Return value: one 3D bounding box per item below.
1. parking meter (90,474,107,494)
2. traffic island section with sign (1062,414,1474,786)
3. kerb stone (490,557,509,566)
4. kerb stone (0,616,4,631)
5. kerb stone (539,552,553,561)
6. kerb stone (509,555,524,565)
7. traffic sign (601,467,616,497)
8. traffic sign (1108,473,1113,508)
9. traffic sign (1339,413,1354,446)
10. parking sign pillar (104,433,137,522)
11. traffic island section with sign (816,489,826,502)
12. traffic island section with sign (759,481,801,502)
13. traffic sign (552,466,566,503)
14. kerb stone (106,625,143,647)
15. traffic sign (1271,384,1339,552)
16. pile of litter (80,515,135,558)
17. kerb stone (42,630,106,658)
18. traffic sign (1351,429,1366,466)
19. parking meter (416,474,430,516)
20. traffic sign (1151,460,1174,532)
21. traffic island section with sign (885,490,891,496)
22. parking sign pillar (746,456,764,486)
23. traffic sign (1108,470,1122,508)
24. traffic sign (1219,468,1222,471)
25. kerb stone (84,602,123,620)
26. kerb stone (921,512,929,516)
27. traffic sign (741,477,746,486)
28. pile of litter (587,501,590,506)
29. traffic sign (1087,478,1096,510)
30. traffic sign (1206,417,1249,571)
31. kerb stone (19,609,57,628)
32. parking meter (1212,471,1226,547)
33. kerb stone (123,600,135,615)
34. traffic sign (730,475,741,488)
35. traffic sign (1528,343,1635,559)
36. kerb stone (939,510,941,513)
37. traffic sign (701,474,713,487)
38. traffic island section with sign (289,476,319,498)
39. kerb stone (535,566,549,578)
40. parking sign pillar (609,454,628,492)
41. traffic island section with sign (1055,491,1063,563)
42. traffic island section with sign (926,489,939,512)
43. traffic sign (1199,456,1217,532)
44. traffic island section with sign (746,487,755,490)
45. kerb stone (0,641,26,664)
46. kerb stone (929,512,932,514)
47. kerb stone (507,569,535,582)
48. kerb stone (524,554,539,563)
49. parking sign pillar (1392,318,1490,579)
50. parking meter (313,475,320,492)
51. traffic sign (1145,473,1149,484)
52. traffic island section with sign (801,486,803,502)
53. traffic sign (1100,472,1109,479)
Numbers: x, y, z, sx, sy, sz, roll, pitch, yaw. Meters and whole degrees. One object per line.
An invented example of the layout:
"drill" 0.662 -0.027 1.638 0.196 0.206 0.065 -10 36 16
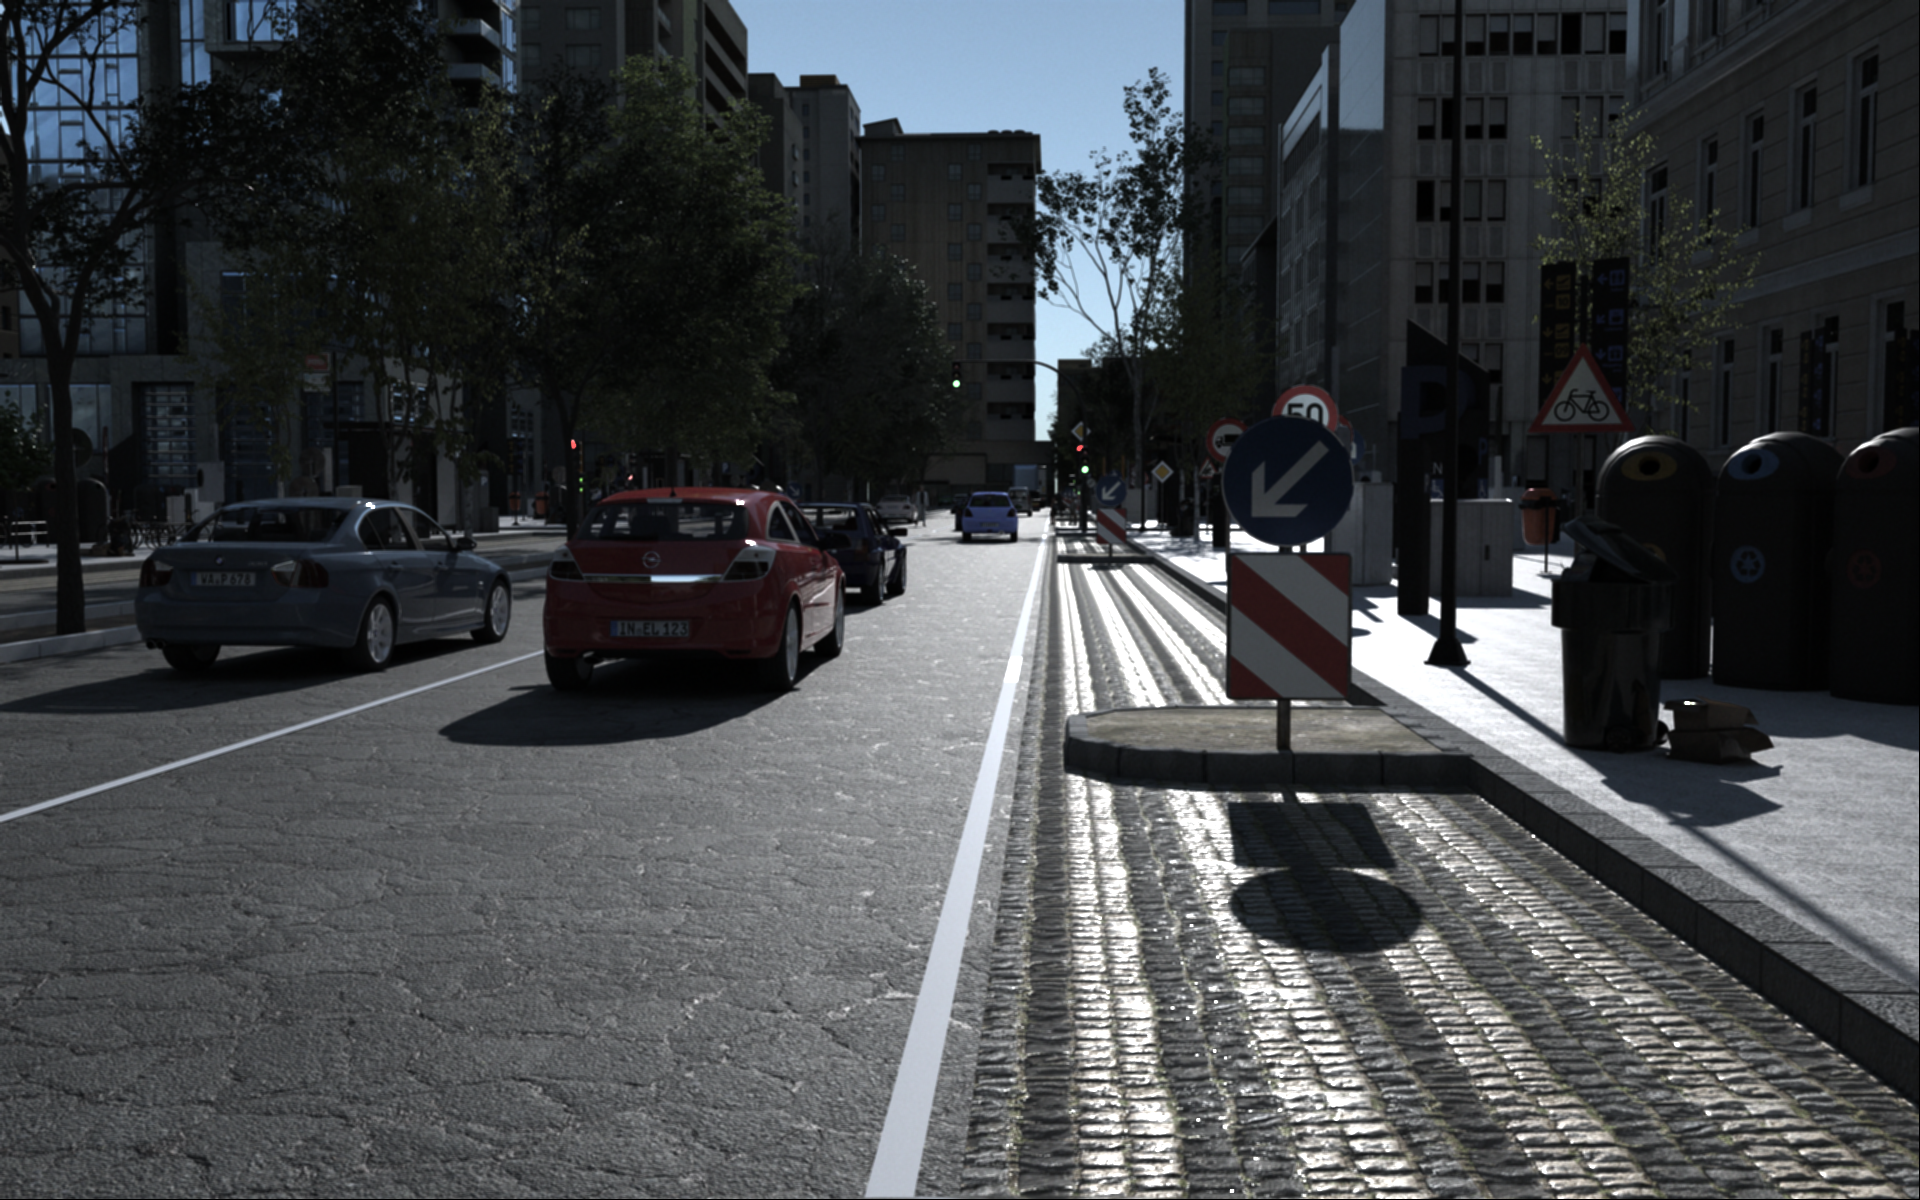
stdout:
"parking meter" -24.755 -2.696 49.792 0.399 1.863 0.255 -3 5 -41
"traffic island section with sign" 1.575 -0.050 9.444 1.989 1.847 2.006 0 4 3
"kerb stone" -9.160 -0.728 34.143 0.120 0.150 1.000 0 4 3
"kerb stone" -10.051 0.269 17.798 0.120 0.150 1.000 0 4 3
"kerb stone" -8.995 -0.919 37.214 0.120 0.150 1.000 0 4 3
"kerb stone" -9.116 -0.789 35.164 0.120 0.150 1.000 0 4 3
"traffic sign" -16.305 -4.906 80.315 0.768 2.556 0.104 1 4 12
"traffic sign" 8.498 -5.894 96.480 0.768 2.556 0.104 0 4 7
"traffic sign" 5.638 -1.620 26.594 0.768 2.556 0.104 1 4 12
"parking sign pillar" -36.725 -5.339 75.769 1.447 3.967 1.447 2 4 32
"traffic island section with sign" -9.680 -6.845 120.537 1.989 1.847 2.006 0 4 3
"traffic island section with sign" -6.717 -3.151 59.663 2.006 1.907 1.989 0 4 3
"traffic sign" -17.969 -4.754 77.839 0.768 2.556 0.104 0 4 5
"kerb stone" -8.013 0.338 16.662 0.120 0.150 1.000 0 4 3
"traffic sign" 4.012 -1.229 20.204 0.768 2.556 0.104 1 4 10
"pile of litter" -17.593 -1.329 35.701 1.176 0.858 1.719 -1 4 -11
"kerb stone" -8.067 0.401 15.641 0.120 0.150 1.000 0 4 3
"traffic sign" 7.336 -2.015 33.059 0.768 2.556 0.104 1 4 11
"parking meter" -15.478 -2.703 49.909 0.255 1.863 0.399 -3 5 -41
"traffic sign" 6.890 -3.537 59.023 0.795 2.450 0.064 0 4 6
"traffic island section with sign" -7.014 -9.846 169.604 1.989 1.847 2.006 0 4 3
"parking sign pillar" -13.161 -7.516 111.355 1.447 3.967 1.447 3 5 40
"traffic sign" 8.039 -5.487 89.821 0.768 2.556 0.104 1 4 11
"traffic sign" 10.325 -3.976 67.134 0.606 2.300 0.079 0 4 4
"kerb stone" -9.946 0.144 19.846 0.120 0.150 1.000 0 4 3
"kerb stone" -2.411 -5.952 119.607 0.120 0.150 1.000 0 4 3
"traffic sign" -15.357 -7.619 124.684 0.768 2.556 0.104 0 4 4
"pile of litter" -23.296 -5.899 110.414 1.176 0.858 1.719 1 4 18
"traffic sign" 10.329 -8.346 136.568 0.768 2.556 0.104 1 4 12
"traffic sign" 4.470 -1.758 28.857 0.768 2.556 0.104 0 4 5
"kerb stone" -10.003 0.207 18.819 0.120 0.150 1.000 0 4 3
"parking meter" 6.307 -2.212 41.871 0.399 1.863 0.255 -3 5 -40
"kerb stone" -9.889 0.081 20.866 0.120 0.150 1.000 0 4 3
"traffic sign" -14.774 -6.960 113.902 0.768 2.556 0.104 1 4 8
"traffic sign" 5.360 -0.917 14.994 0.884 2.594 0.081 1 4 9
"kerb stone" -1.740 -6.707 131.891 0.120 0.150 1.000 0 4 3
"traffic sign" -15.796 -6.597 107.975 0.768 2.556 0.104 0 4 7
"traffic island section with sign" -14.231 -1.736 37.008 1.989 1.847 2.006 0 4 3
"kerb stone" -7.295 -0.470 29.956 0.120 0.150 1.000 0 4 3
"parking sign pillar" -22.908 -7.808 116.129 1.447 3.967 1.447 3 4 37
"traffic island section with sign" 3.039 -1.696 36.359 1.989 1.847 2.006 0 4 3
"traffic island section with sign" -2.230 -8.193 142.087 2.006 1.907 1.989 0 4 3
"traffic sign" 8.401 -3.596 58.801 0.884 2.594 0.081 1 4 10
"traffic island section with sign" -11.230 -5.125 92.415 1.989 1.847 2.006 0 4 3
"kerb stone" -8.125 0.463 14.621 0.120 0.150 1.000 0 4 3
"kerb stone" -2.238 -6.143 122.673 0.120 0.150 1.000 0 4 3
"kerb stone" -7.348 -0.405 28.931 0.120 0.150 1.000 0 4 3
"kerb stone" -9.052 -0.856 36.186 0.120 0.150 1.000 0 4 3
"parking sign pillar" 7.293 -2.306 26.175 1.447 3.967 1.447 3 5 41
"parking meter" -20.242 -2.967 54.224 0.255 1.863 0.399 1 4 17
"traffic sign" 10.345 -6.016 98.468 0.768 2.556 0.104 1 4 9
"traffic island section with sign" -6.305 -3.604 67.058 2.006 1.907 1.989 0 4 3
"traffic sign" 8.381 -6.047 98.970 0.768 2.556 0.104 1 4 12
